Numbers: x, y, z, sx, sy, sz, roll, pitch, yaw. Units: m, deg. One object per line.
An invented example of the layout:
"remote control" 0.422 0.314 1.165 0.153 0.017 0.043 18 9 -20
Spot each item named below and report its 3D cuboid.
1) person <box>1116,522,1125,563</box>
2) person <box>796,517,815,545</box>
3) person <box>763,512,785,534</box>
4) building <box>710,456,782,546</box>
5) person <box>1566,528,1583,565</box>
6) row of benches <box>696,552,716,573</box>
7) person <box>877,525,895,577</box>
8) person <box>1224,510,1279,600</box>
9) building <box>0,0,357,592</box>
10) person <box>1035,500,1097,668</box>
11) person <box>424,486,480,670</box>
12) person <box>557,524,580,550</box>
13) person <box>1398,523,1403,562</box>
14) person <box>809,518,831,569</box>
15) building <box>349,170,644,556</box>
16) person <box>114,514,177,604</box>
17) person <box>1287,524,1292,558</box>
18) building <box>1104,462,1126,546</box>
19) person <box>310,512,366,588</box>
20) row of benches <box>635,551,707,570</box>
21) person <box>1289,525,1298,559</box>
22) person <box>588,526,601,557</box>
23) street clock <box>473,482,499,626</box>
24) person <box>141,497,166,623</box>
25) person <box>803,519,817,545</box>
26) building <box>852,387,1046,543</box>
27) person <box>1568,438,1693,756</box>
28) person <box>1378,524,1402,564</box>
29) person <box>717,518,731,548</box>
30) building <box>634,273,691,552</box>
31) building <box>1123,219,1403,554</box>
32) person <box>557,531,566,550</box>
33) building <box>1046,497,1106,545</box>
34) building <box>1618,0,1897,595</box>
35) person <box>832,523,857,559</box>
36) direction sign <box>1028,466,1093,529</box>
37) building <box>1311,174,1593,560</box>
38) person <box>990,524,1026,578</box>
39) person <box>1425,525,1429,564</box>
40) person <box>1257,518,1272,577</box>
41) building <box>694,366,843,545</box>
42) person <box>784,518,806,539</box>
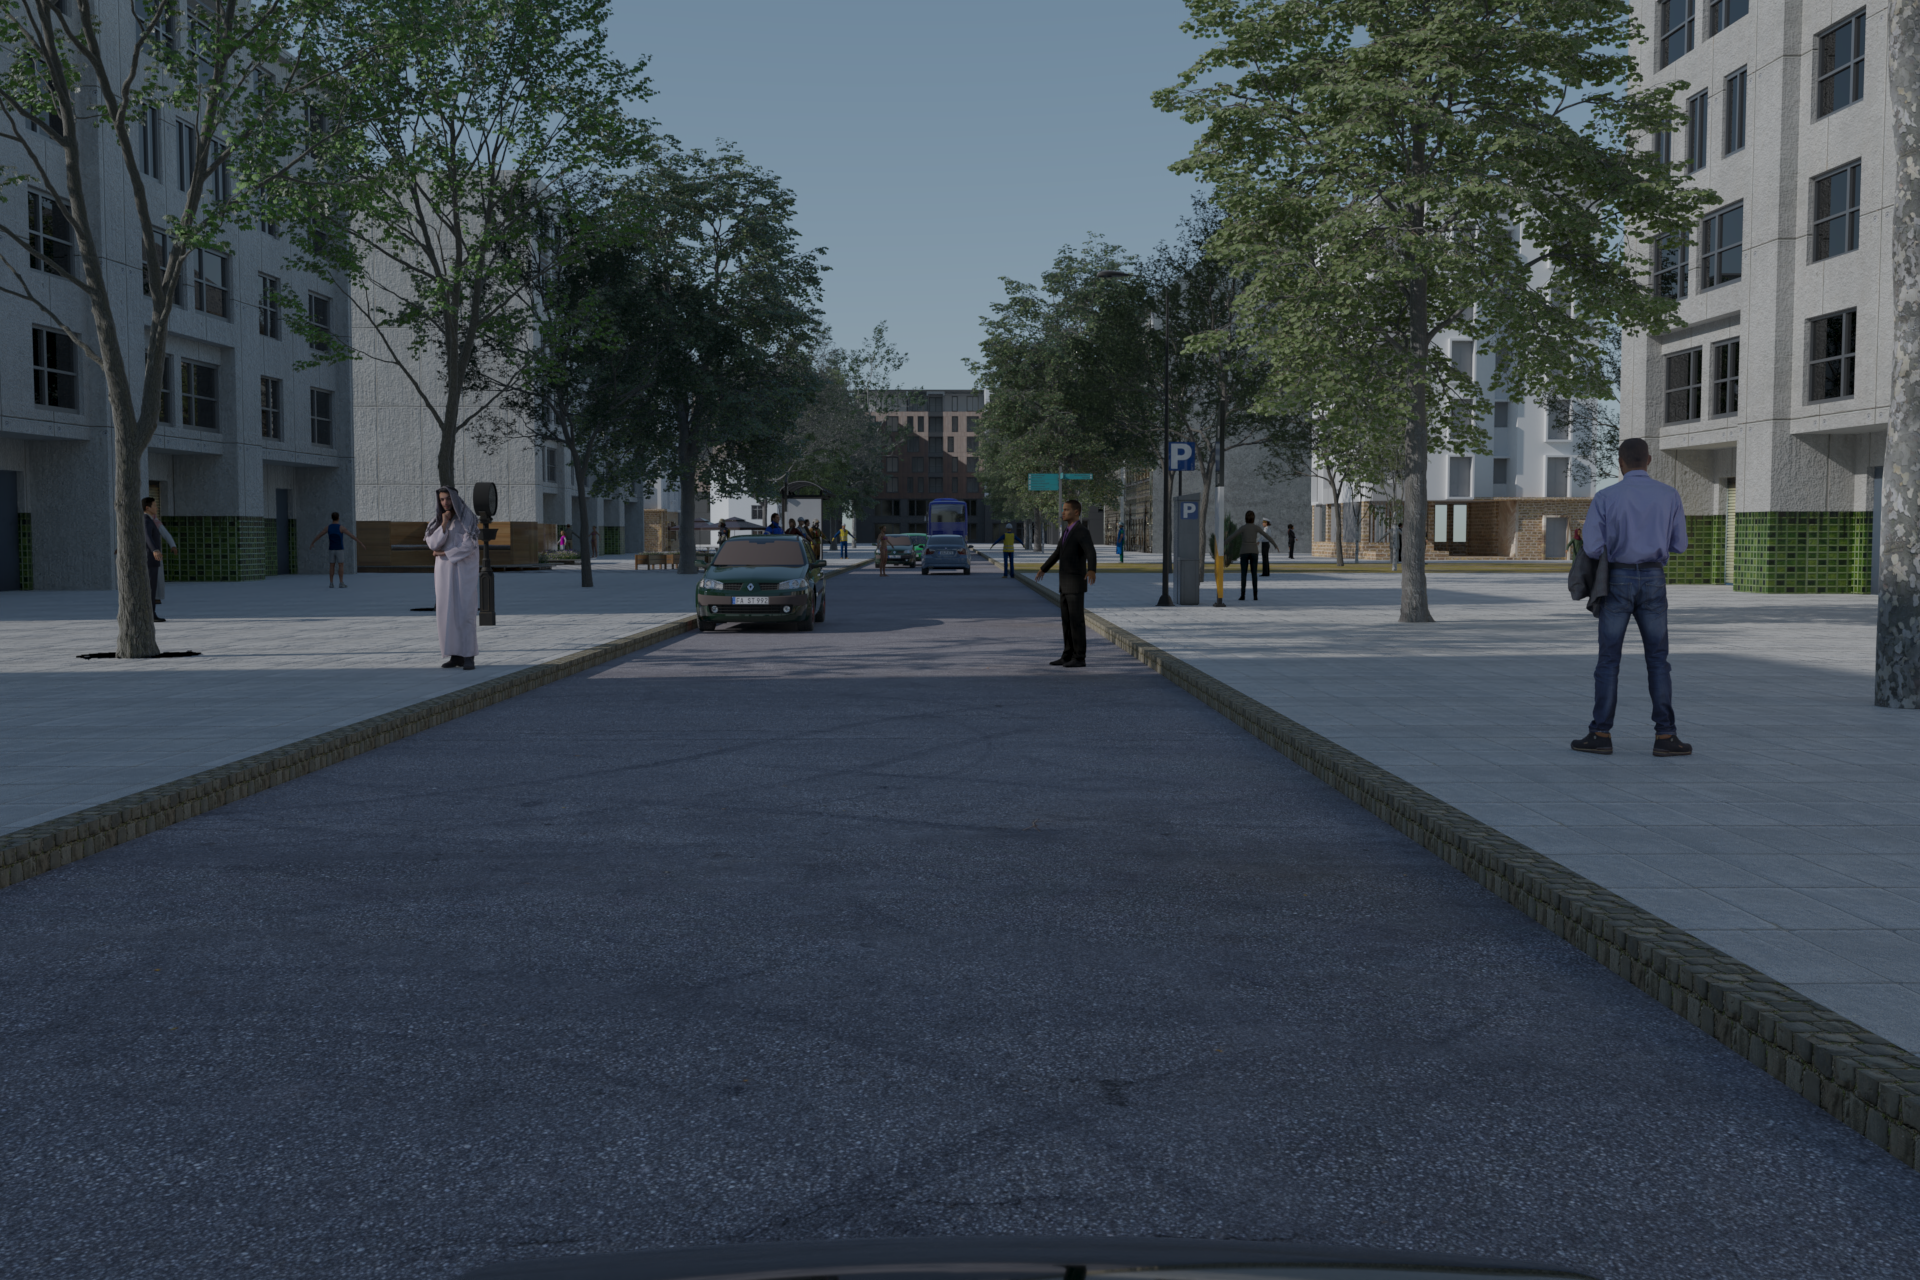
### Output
"person" 7.065 -4.292 76.308 0.704 1.817 1.347 0 4 2
"person" -5.204 -3.122 56.903 0.705 1.847 1.347 2 4 28
"person" -4.694 -2.344 44.296 0.704 1.831 1.345 2 4 30
"building" -23.564 -15.404 193.998 9.099 9.664 28.070 0 4 0
"person" 16.570 -2.271 46.347 0.989 1.438 0.599 -2 4 -25
"row of benches" -8.429 -2.615 58.213 1.422 0.672 4.104 -2 4 -27
"person" -2.518 -3.012 58.498 0.721 1.733 1.217 1 4 23
"person" 5.592 -1.639 33.561 1.215 1.744 0.721 0 4 -2
"building" -27.712 -10.566 39.220 16.747 18.905 31.486 0 3 0
"person" 1.192 -0.615 18.732 0.704 1.802 1.346 -1 4 -23
"person" -4.842 -0.601 16.546 0.551 1.740 0.621 0 4 -7
"person" -19.843 -4.986 87.795 1.348 1.796 0.705 -1 4 -19
"person" 20.363 -4.511 79.941 0.705 1.806 1.347 1 4 10
"person" -5.259 -3.521 63.342 0.705 1.858 1.354 3 5 40
"building" -29.395 -14.291 100.109 16.747 18.905 31.486 0 4 -1
"person" -14.828 -1.560 31.651 1.347 1.811 0.704 1 4 16
"person" 17.721 -5.297 92.753 0.704 1.843 1.345 1 4 10
"building" 25.962 -21.982 190.341 19.493 23.208 18.063 0 4 0
"person" -14.917 -2.158 41.444 1.345 1.807 0.704 0 4 0
"row of benches" -10.558 -2.957 63.803 1.422 0.672 4.104 2 4 27
"person" 17.123 -5.031 88.970 0.721 1.740 1.216 0 4 -5
"person" -20.116 -5.393 94.972 1.217 1.733 0.721 2 4 34
"street clock" -6.620 -1.201 24.206 0.358 2.002 0.471 0 4 0
"person" -11.772 -1.173 25.231 0.704 1.823 1.345 -2 4 -27
"person" -5.383 -3.364 61.141 0.704 1.812 1.346 -2 4 -24
"building" 1.161 -24.892 253.412 32.646 21.610 27.936 0 4 0
"person" 3.938 -0.262 10.188 0.709 1.838 0.599 1 4 10
"person" 18.732 -4.189 74.682 1.347 1.806 0.705 1 4 12
"person" -8.766 -3.545 63.737 0.705 1.856 1.354 -1 4 -14
"building" -26.341 -16.506 126.295 16.016 20.090 11.380 0 4 -1
"building" 21.755 -17.805 122.044 19.493 23.208 18.063 0 3 0
"person" -18.775 -4.426 81.626 0.599 1.433 0.991 -3 4 -36
"building" 24.797 -23.080 221.334 27.936 21.610 32.646 0 4 0
"building" 25.698 -9.955 29.221 16.747 18.905 31.486 0 4 0
"person" -5.932 -5.060 88.702 1.349 1.833 0.705 -1 4 -23
"direction sign" 3.967 -4.831 67.755 2.525 3.948 1.411 0 4 -1
"building" 25.249 -14.752 97.608 16.016 20.090 11.380 0 4 0
"person" 1.567 -2.905 56.419 1.216 1.772 0.721 -1 4 -14
"person" 19.578 -4.109 73.116 0.705 1.837 1.347 0 4 8
"person" 9.167 -2.806 52.344 0.721 1.778 1.216 2 4 25
"building" -29.910 -23.259 224.265 27.936 21.610 32.646 0 4 -1
"person" -4.811 -2.583 49.040 1.215 1.729 0.721 2 4 30
